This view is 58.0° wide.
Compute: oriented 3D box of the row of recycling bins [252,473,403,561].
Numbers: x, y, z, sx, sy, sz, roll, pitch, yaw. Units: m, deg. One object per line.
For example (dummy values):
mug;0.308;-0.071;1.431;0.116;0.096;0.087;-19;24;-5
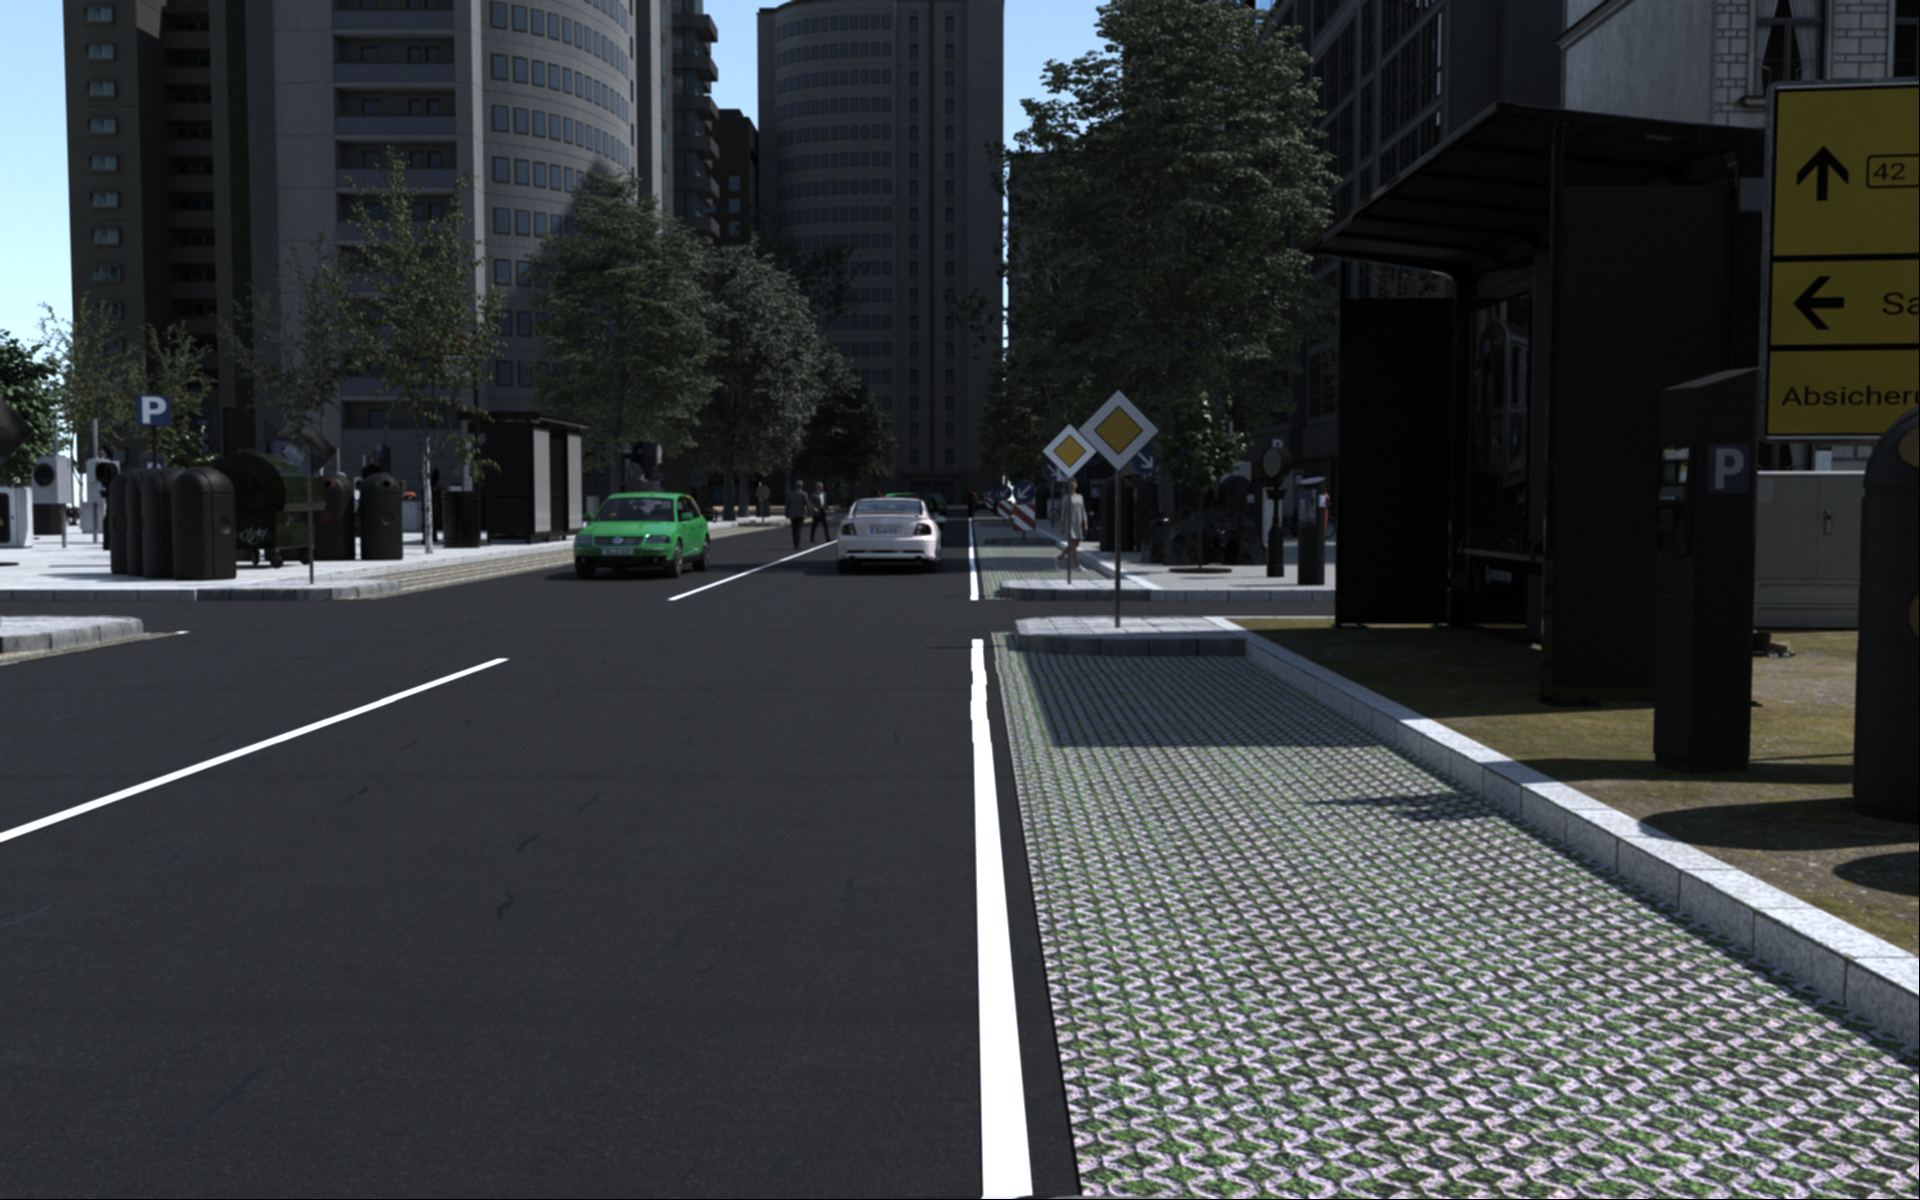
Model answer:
row of recycling bins;-12.633;-1.615;33.518;3.534;1.692;1.069;-1;4;-14

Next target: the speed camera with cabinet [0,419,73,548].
speed camera with cabinet;-22.213;-2.865;41.172;2.038;3.252;0.660;1;4;9

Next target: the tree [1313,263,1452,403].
tree;11.609;-5.831;45.697;4.360;8.622;3.978;0;3;0

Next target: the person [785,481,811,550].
person;-4.184;-2.201;44.887;0.661;1.777;0.834;0;4;5

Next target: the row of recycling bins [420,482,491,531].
row of recycling bins;-17.416;-3.305;61.150;3.534;1.692;1.069;1;4;14

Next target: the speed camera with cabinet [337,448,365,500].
speed camera with cabinet;-26.719;-4.974;75.653;0.660;3.252;2.038;2;4;29

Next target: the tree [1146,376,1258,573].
tree;3.832;-2.072;28.483;1.663;3.219;1.824;0;3;0

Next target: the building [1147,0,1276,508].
building;26.522;-49.730;125.758;22.319;86.520;31.000;0;4;0

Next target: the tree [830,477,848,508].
tree;-11.201;-10.211;161.543;1.663;3.219;1.824;0;3;0

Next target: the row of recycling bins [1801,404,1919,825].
row of recycling bins;4.469;0.089;5.657;1.069;1.692;3.534;-1;4;-17

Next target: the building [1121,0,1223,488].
building;25.885;-32.383;153.172;21.300;48.544;21.600;0;4;0

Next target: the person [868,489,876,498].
person;-6.403;-7.401;129.450;1.348;1.831;0.705;2;4;25

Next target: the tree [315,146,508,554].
tree;-11.413;-5.289;36.842;4.737;8.622;4.395;0;3;0

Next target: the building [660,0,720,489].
building;-37.028;-32.570;152.130;30.456;49.044;23.786;0;4;0

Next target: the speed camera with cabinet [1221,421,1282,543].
speed camera with cabinet;7.798;-3.184;46.396;0.660;3.252;2.038;-2;4;-26

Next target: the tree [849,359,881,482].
tree;-10.826;-14.190;138.666;9.857;13.997;8.962;0;3;0

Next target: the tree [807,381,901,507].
tree;-10.648;-15.633;172.601;9.611;12.733;9.660;0;3;0

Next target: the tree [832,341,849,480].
tree;-12.057;-11.555;95.574;9.857;13.997;8.962;0;3;0

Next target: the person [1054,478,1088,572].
person;2.035;-1.389;31.958;0.760;1.731;0.466;2;4;32

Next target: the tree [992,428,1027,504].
tree;5.193;-13.270;167.331;4.360;8.622;3.978;0;3;0

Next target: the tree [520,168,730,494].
tree;-11.789;-8.740;61.033;7.486;12.596;7.792;0;3;0

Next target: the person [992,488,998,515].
person;2.394;-6.692;117.901;0.705;1.826;1.348;-1;4;-10

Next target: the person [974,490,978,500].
person;1.399;-9.458;163.239;1.348;1.812;0.705;2;4;25

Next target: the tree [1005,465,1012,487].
tree;5.387;-9.796;143.884;4.285;4.588;4.351;0;3;0

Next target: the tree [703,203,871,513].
tree;-12.918;-15.884;115.593;12.611;20.169;13.585;0;3;0

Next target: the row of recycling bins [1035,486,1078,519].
row of recycling bins;5.613;-5.037;89.474;3.534;1.692;1.069;1;4;11

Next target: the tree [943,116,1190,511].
tree;5.552;-14.040;85.439;12.611;20.169;13.585;0;3;0

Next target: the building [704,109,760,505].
building;-30.606;-33.717;201.384;14.200;45.320;14.600;0;4;0

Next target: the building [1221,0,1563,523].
building;21.757;-17.943;86.871;14.314;27.812;24.014;0;4;0

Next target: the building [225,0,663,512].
building;-32.558;-34.964;113.663;21.231;58.520;28.212;0;4;0

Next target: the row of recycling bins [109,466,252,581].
row of recycling bins;-12.304;-1.211;26.916;1.069;1.692;3.534;-3;5;-44

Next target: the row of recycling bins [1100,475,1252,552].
row of recycling bins;4.789;-1.916;38.432;3.534;1.692;1.069;1;4;22

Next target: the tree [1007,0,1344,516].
tree;4.764;-7.224;36.239;7.486;12.596;7.792;0;3;0

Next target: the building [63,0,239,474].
building;-63.050;-32.398;153.405;21.600;48.544;21.300;0;4;0

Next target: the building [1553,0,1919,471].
building;24.478;-10.744;40.288;19.286;19.102;10.561;0;4;0

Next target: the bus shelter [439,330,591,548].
bus shelter;-11.677;-4.136;45.252;2.179;5.291;8.768;0;4;0

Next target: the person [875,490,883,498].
person;-4.717;-5.565;100.965;0.415;1.643;0.593;3;4;36

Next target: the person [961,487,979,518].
person;0.620;-5.712;101.853;1.348;1.831;0.705;3;4;39

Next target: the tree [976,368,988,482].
tree;4.760;-11.657;108.723;7.486;12.596;7.792;0;3;0

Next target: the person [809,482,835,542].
person;-4.112;-2.592;51.277;0.834;1.777;0.661;3;4;37

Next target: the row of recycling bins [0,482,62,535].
row of recycling bins;-29.910;-2.920;54.855;3.534;1.692;1.069;1;4;19

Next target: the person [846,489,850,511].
person;-8.901;-7.865;137.100;0.705;1.823;1.348;-1;4;-9

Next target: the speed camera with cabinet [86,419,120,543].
speed camera with cabinet;-21.965;-3.113;45.228;2.038;3.252;0.660;2;4;32

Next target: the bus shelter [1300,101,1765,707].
bus shelter;4.084;-1.360;13.513;1.731;3.624;6.357;0;4;0

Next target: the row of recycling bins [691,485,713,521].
row of recycling bins;-13.241;-4.580;82.001;3.534;1.692;1.069;2;4;23

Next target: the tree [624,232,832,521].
tree;-11.293;-10.816;83.504;9.857;13.997;8.962;0;3;0

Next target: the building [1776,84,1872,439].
building;65.436;-32.371;152.959;21.600;48.544;21.300;0;4;0

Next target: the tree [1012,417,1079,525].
tree;4.940;-5.418;72.302;4.285;4.588;4.351;0;3;0
